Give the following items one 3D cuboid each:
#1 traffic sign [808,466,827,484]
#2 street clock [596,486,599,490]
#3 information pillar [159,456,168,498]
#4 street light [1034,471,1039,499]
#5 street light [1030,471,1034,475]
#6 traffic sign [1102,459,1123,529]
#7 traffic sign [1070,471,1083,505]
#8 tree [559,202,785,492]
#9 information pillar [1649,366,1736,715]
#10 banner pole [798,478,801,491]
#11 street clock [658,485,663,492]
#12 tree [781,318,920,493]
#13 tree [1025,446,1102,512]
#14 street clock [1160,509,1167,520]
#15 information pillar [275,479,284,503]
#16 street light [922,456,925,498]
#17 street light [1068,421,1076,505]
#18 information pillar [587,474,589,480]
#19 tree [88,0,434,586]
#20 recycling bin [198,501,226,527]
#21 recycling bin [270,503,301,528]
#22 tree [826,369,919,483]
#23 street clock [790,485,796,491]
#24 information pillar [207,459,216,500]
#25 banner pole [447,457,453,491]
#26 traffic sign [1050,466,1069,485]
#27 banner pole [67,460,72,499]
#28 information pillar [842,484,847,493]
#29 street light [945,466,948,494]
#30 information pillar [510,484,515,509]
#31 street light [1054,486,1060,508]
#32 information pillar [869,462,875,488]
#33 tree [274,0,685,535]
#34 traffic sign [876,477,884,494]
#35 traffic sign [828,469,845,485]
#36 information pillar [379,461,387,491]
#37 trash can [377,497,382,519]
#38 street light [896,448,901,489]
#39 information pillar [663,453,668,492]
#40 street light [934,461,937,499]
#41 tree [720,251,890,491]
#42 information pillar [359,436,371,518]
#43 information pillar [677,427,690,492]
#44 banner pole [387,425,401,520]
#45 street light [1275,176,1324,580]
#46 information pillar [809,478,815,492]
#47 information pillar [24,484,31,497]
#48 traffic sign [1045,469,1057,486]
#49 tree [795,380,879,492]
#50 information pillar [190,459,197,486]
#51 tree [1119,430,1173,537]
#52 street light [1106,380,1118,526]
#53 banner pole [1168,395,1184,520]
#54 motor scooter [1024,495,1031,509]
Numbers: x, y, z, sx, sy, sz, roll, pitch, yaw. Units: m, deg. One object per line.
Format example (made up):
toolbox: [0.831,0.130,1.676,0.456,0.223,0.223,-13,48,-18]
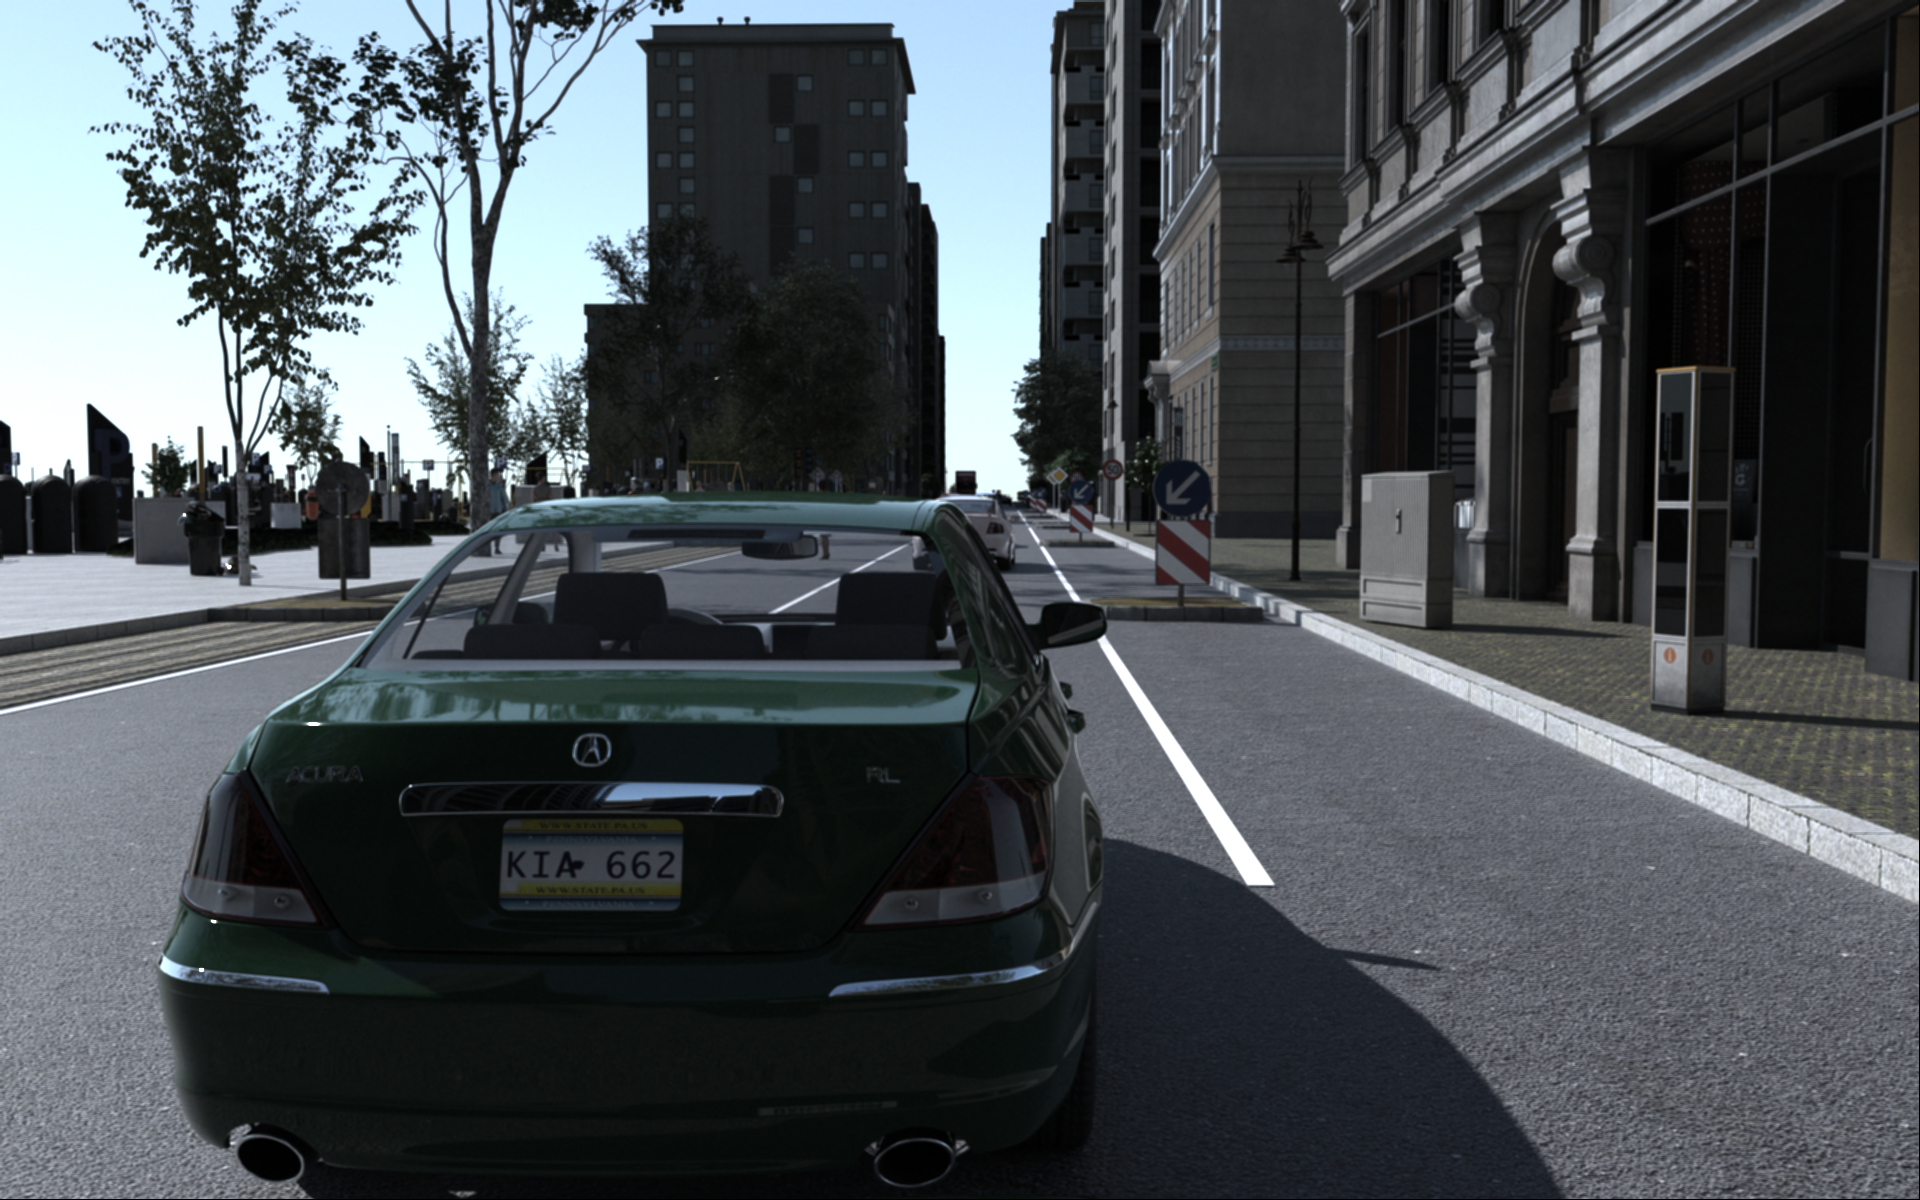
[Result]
traffic sign: [-5.945,-4.286,72.273,0.795,2.593,0.064,0,4,2]
street clock: [-32.708,-9.256,155.907,0.471,2.002,0.358,-1,4,-18]
information pillar: [-43.787,-6.349,95.162,0.504,3.616,0.183,1,4,21]
street light: [10.479,-15.803,231.171,0.468,5.910,1.993,0,4,2]
street light: [11.485,-18.091,268.571,0.468,5.910,1.993,0,4,2]
traffic sign: [5.612,-3.888,63.669,0.768,2.556,0.104,0,4,7]
traffic sign: [6.556,-5.953,97.444,0.768,2.556,0.104,0,4,4]
tree: [-8.920,-7.347,54.543,8.767,10.594,7.601,3,4,36]
information pillar: [4.289,-0.346,10.156,0.304,2.012,0.304,-2,4,-23]
banner pole: [-14.059,-9.976,153.130,0.863,3.779,0.401,-1,4,-23]
street clock: [-22.897,-7.809,132.249,0.471,2.002,0.358,2,4,29]
tree: [-7.221,-12.684,117.747,12.009,13.543,11.850,0,3,0]
tree: [7.694,-8.527,123.133,4.285,4.588,4.351,0,3,0]
street clock: [6.705,-3.211,57.073,0.358,2.002,0.471,-1,4,-15]
information pillar: [-32.610,-4.805,83.059,0.304,2.012,0.304,0,4,2]
street light: [-4.344,-14.173,204.523,0.468,5.910,1.993,0,4,2]
street light: [7.097,-8.357,109.425,0.468,5.910,1.993,0,4,2]
information pillar: [-32.733,-9.855,152.483,0.183,3.616,0.504,0,3,0]
tree: [-9.811,-4.503,23.992,4.737,8.622,4.395,0,3,0]
recycling bin: [-26.512,-2.982,61.314,0.722,1.027,0.722,3,4,38]
recycling bin: [-19.414,-2.283,49.889,0.722,1.027,0.722,-2,4,-31]
tree: [-7.292,-12.963,137.694,9.928,11.665,9.643,0,3,0]
street clock: [-13.607,-8.343,140.975,0.471,2.002,0.358,1,4,10]
information pillar: [-49.612,-7.552,114.826,0.504,3.616,0.183,-2,4,-31]
banner pole: [-34.253,-7.727,116.358,0.401,3.779,0.863,-3,4,-39]
traffic sign: [4.145,-4.268,71.978,0.795,2.593,0.064,0,4,2]
banner pole: [-66.180,-8.485,128.746,0.863,3.779,0.401,3,5,39]
information pillar: [-8.394,-7.434,126.041,0.304,2.012,0.304,0,4,5]
street light: [-2.216,-19.091,284.926,0.468,5.910,1.993,0,4,2]
information pillar: [-33.278,-7.613,128.959,0.304,2.012,0.304,-2,4,-31]
street light: [8.473,-11.102,154.302,0.468,5.910,1.993,0,4,2]
information pillar: [-6.342,-8.178,125.069,0.504,3.616,0.183,2,4,30]
tree: [-8.871,-11.018,36.034,12.611,20.169,13.585,0,3,0]
traffic sign: [-6.087,-7.932,129.797,0.768,2.556,0.104,1,4,11]
traffic sign: [-5.728,-4.775,80.255,0.795,2.593,0.064,0,4,2]
information pillar: [-34.197,-6.800,102.540,0.183,3.616,0.504,3,4,37]
trash can: [-30.238,-4.790,89.974,0.748,1.137,0.748,0,3,0]
street light: [-5.644,-11.345,158.282,0.468,5.910,1.993,0,4,2]
information pillar: [-16.937,-6.621,99.607,0.183,3.616,0.504,1,4,20]
street light: [-3.393,-16.351,240.128,0.468,5.910,1.993,0,4,2]
tree: [-8.281,-11.380,92.714,9.857,13.997,8.962,0,3,0]
information pillar: [-23.897,-4.783,69.560,0.183,3.616,0.504,2,4,26]
information pillar: [-9.697,-4.221,60.373,0.183,3.616,0.504,2,4,26]
banner pole: [-20.468,-4.436,62.550,0.863,3.779,0.401,3,4,37]
street light: [4.994,-3.232,25.632,0.468,5.910,1.993,0,4,2]
information pillar: [-11.026,-8.416,128.954,0.504,3.616,0.183,0,4,-6]
information pillar: [-66.443,-7.278,123.491,0.304,2.012,0.304,1,4,9]
traffic sign: [4.362,-4.757,79.960,0.795,2.593,0.064,0,4,2]
tree: [-7.180,-9.636,107.909,4.737,8.622,4.395,0,3,0]
information pillar: [-50.602,-7.527,114.422,0.183,3.616,0.504,3,4,36]
tree: [5.654,-3.554,52.714,1.663,3.219,1.824,0,3,0]
street light: [6.180,-5.972,70.429,0.468,5.910,1.993,0,4,2]
banner pole: [5.453,-3.297,43.926,0.401,3.779,0.863,3,4,38]
motor scooter: [6.471,-9.233,163.733,0.815,1.314,1.986,0,4,2]
